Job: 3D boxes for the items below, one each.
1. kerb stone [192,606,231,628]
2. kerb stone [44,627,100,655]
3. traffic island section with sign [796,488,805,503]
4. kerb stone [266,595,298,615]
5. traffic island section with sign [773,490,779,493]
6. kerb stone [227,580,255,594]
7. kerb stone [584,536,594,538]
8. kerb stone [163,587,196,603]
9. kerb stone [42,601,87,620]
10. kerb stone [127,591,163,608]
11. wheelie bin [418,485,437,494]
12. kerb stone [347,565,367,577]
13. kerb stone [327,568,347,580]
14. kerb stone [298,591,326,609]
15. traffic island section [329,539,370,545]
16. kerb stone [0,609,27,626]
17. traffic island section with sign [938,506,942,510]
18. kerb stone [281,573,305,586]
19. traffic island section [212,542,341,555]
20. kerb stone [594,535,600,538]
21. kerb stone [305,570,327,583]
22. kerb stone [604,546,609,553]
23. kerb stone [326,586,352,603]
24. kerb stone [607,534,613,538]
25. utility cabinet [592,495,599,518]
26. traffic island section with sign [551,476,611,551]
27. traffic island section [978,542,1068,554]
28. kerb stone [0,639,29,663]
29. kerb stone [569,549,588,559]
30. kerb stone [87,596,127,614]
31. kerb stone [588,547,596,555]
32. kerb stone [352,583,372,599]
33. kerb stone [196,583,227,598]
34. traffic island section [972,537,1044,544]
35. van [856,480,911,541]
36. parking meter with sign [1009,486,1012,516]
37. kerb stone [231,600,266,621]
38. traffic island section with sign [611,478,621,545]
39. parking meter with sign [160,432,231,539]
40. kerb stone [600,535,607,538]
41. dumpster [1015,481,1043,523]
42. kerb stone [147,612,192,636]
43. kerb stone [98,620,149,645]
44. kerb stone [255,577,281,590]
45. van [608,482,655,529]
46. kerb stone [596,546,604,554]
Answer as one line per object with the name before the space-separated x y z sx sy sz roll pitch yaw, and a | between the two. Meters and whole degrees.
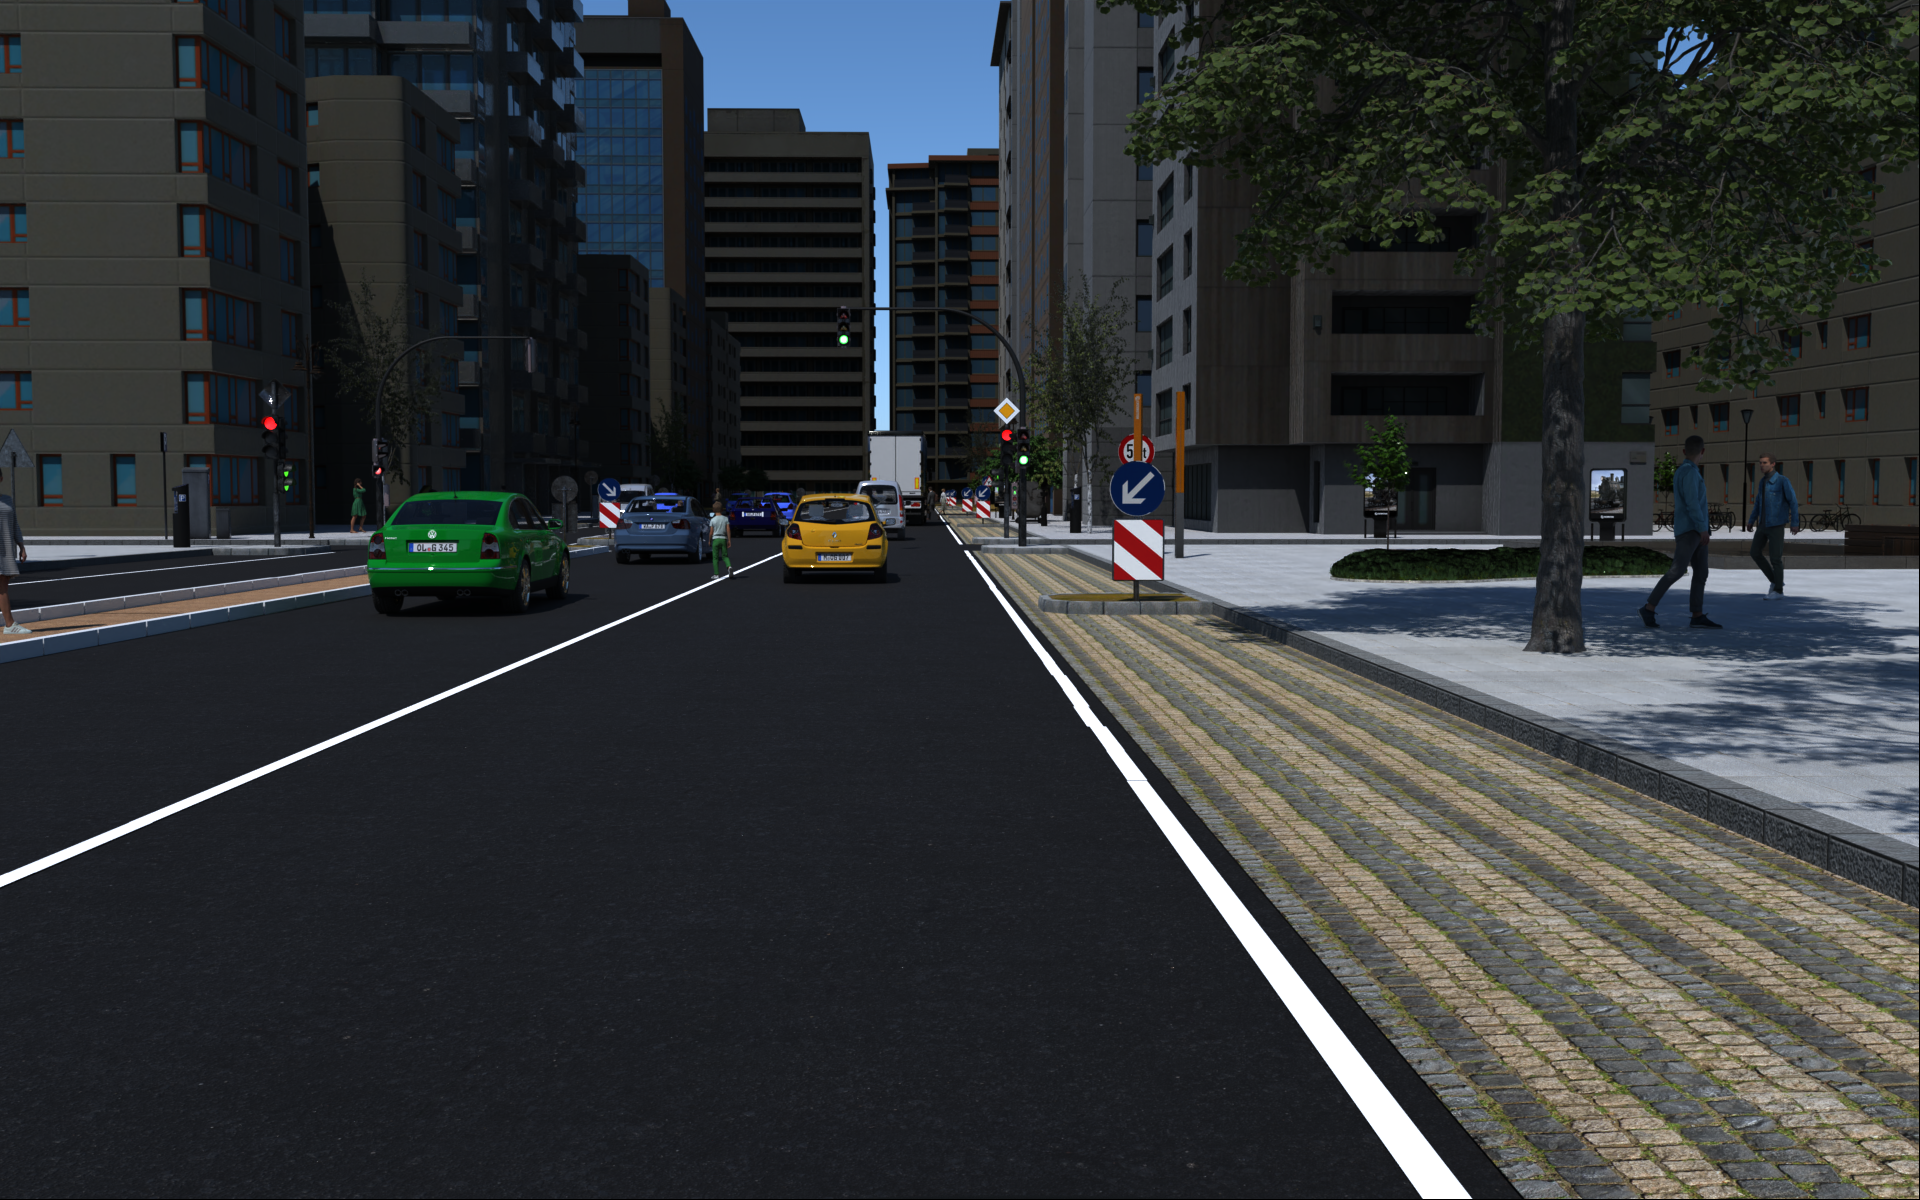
kerb stone | -8.286 0.196 18.990 0.120 0.150 1.000 0 4 -1
kerb stone | -8.215 0.385 15.900 0.120 0.150 1.000 0 4 -1
traffic island section with sign | -11.548 -7.146 124.976 2.006 1.907 1.989 0 4 -1
kerb stone | -8.318 0.070 21.053 0.120 0.150 1.000 0 4 -1
traffic island section with sign | -19.166 -10.506 180.399 1.989 1.847 2.006 0 4 -1
kerb stone | -10.505 -0.177 25.094 0.120 0.150 1.000 0 4 -1
kerb stone | -11.060 -1.774 51.224 0.120 0.150 1.000 0 4 -1
kerb stone | -10.468 -0.052 23.041 0.120 0.150 1.000 0 4 -1
kerb stone | -10.403 0.138 19.966 0.120 0.150 1.000 0 4 -1
kerb stone | -10.445 0.011 22.019 0.120 0.150 1.000 0 4 -1
wheelie bin | -19.060 -3.308 61.992 0.693 1.594 0.980 -3 5 -43
kerb stone | -10.620 -0.488 30.211 0.120 0.150 1.000 0 4 -1
kerb stone | -10.598 -0.428 29.190 0.120 0.150 1.000 0 4 -1
kerb stone | -8.344 0.007 22.078 0.120 0.150 1.000 0 4 -1
traffic island section | -16.761 -1.699 50.056 2.009 0.180 2.903 0 4 -1
kerb stone | -10.385 0.200 18.931 0.120 0.150 1.000 0 4 -1
traffic island section with sign | -0.760 -8.815 152.756 1.989 1.847 2.006 0 4 -1
kerb stone | -10.553 -0.296 27.144 0.120 0.150 1.000 0 4 -1
traffic island section | -16.594 -1.211 42.073 2.009 0.180 2.903 0 4 -1
kerb stone | -11.081 -1.832 52.253 0.120 0.150 1.000 0 4 -1
kerb stone | -10.574 -0.365 28.168 0.120 0.150 1.000 0 4 -1
kerb stone | -8.779 -1.241 42.574 0.120 0.150 1.000 0 4 -1
kerb stone | -8.368 -0.056 23.108 0.120 0.150 1.000 0 4 -1
kerb stone | -11.121 -1.963 54.300 0.120 0.150 1.000 0 4 -1
utility cabinet | -19.383 -4.965 92.339 0.306 1.237 1.020 0 4 -5
traffic island section with sign | -9.819 -2.099 42.448 2.006 1.907 1.989 0 4 -1
traffic island section | 1.544 -1.233 42.447 2.009 0.180 2.903 0 4 -1
kerb stone | -8.187 0.449 14.870 0.120 0.150 1.000 0 4 -1
kerb stone | -8.709 -1.058 39.493 0.120 0.150 1.000 0 4 -1
kerb stone | -10.421 0.074 20.988 0.120 0.150 1.000 0 4 -1
kerb stone | -8.734 -1.116 40.514 0.120 0.150 1.000 0 4 -1
kerb stone | -8.396 -0.118 24.130 0.120 0.150 1.000 0 4 -1
kerb stone | -10.482 -0.115 24.069 0.120 0.150 1.000 0 4 -1
traffic island section | 1.376 -1.722 50.430 2.009 0.180 2.903 0 4 -1
van | -2.546 -2.916 54.687 2.013 2.044 4.112 0 4 -2
parking meter with sign | 2.803 -6.385 100.651 0.543 3.016 1.738 0 4 3
kerb stone | -8.306 0.133 20.021 0.120 0.150 1.000 0 4 -1
traffic island section with sign | -9.964 -2.552 49.854 2.006 1.907 1.989 0 4 -1
parking meter with sign | -21.668 -3.235 49.154 1.738 3.016 0.543 -1 4 -16
kerb stone | -11.101 -1.901 53.275 0.120 0.150 1.000 0 4 -1
dumpster | 3.052 -4.293 75.942 1.264 1.857 1.865 0 4 -1
kerb stone | -8.261 0.259 17.956 0.120 0.150 1.000 0 4 -1
kerb stone | -8.237 0.323 16.922 0.120 0.150 1.000 0 4 -1
kerb stone | -10.529 -0.240 26.116 0.120 0.150 1.000 0 4 -1
van | -13.111 -3.804 69.202 2.013 2.044 4.112 0 4 -3
kerb stone | -8.754 -1.182 41.547 0.120 0.150 1.000 0 4 -1
